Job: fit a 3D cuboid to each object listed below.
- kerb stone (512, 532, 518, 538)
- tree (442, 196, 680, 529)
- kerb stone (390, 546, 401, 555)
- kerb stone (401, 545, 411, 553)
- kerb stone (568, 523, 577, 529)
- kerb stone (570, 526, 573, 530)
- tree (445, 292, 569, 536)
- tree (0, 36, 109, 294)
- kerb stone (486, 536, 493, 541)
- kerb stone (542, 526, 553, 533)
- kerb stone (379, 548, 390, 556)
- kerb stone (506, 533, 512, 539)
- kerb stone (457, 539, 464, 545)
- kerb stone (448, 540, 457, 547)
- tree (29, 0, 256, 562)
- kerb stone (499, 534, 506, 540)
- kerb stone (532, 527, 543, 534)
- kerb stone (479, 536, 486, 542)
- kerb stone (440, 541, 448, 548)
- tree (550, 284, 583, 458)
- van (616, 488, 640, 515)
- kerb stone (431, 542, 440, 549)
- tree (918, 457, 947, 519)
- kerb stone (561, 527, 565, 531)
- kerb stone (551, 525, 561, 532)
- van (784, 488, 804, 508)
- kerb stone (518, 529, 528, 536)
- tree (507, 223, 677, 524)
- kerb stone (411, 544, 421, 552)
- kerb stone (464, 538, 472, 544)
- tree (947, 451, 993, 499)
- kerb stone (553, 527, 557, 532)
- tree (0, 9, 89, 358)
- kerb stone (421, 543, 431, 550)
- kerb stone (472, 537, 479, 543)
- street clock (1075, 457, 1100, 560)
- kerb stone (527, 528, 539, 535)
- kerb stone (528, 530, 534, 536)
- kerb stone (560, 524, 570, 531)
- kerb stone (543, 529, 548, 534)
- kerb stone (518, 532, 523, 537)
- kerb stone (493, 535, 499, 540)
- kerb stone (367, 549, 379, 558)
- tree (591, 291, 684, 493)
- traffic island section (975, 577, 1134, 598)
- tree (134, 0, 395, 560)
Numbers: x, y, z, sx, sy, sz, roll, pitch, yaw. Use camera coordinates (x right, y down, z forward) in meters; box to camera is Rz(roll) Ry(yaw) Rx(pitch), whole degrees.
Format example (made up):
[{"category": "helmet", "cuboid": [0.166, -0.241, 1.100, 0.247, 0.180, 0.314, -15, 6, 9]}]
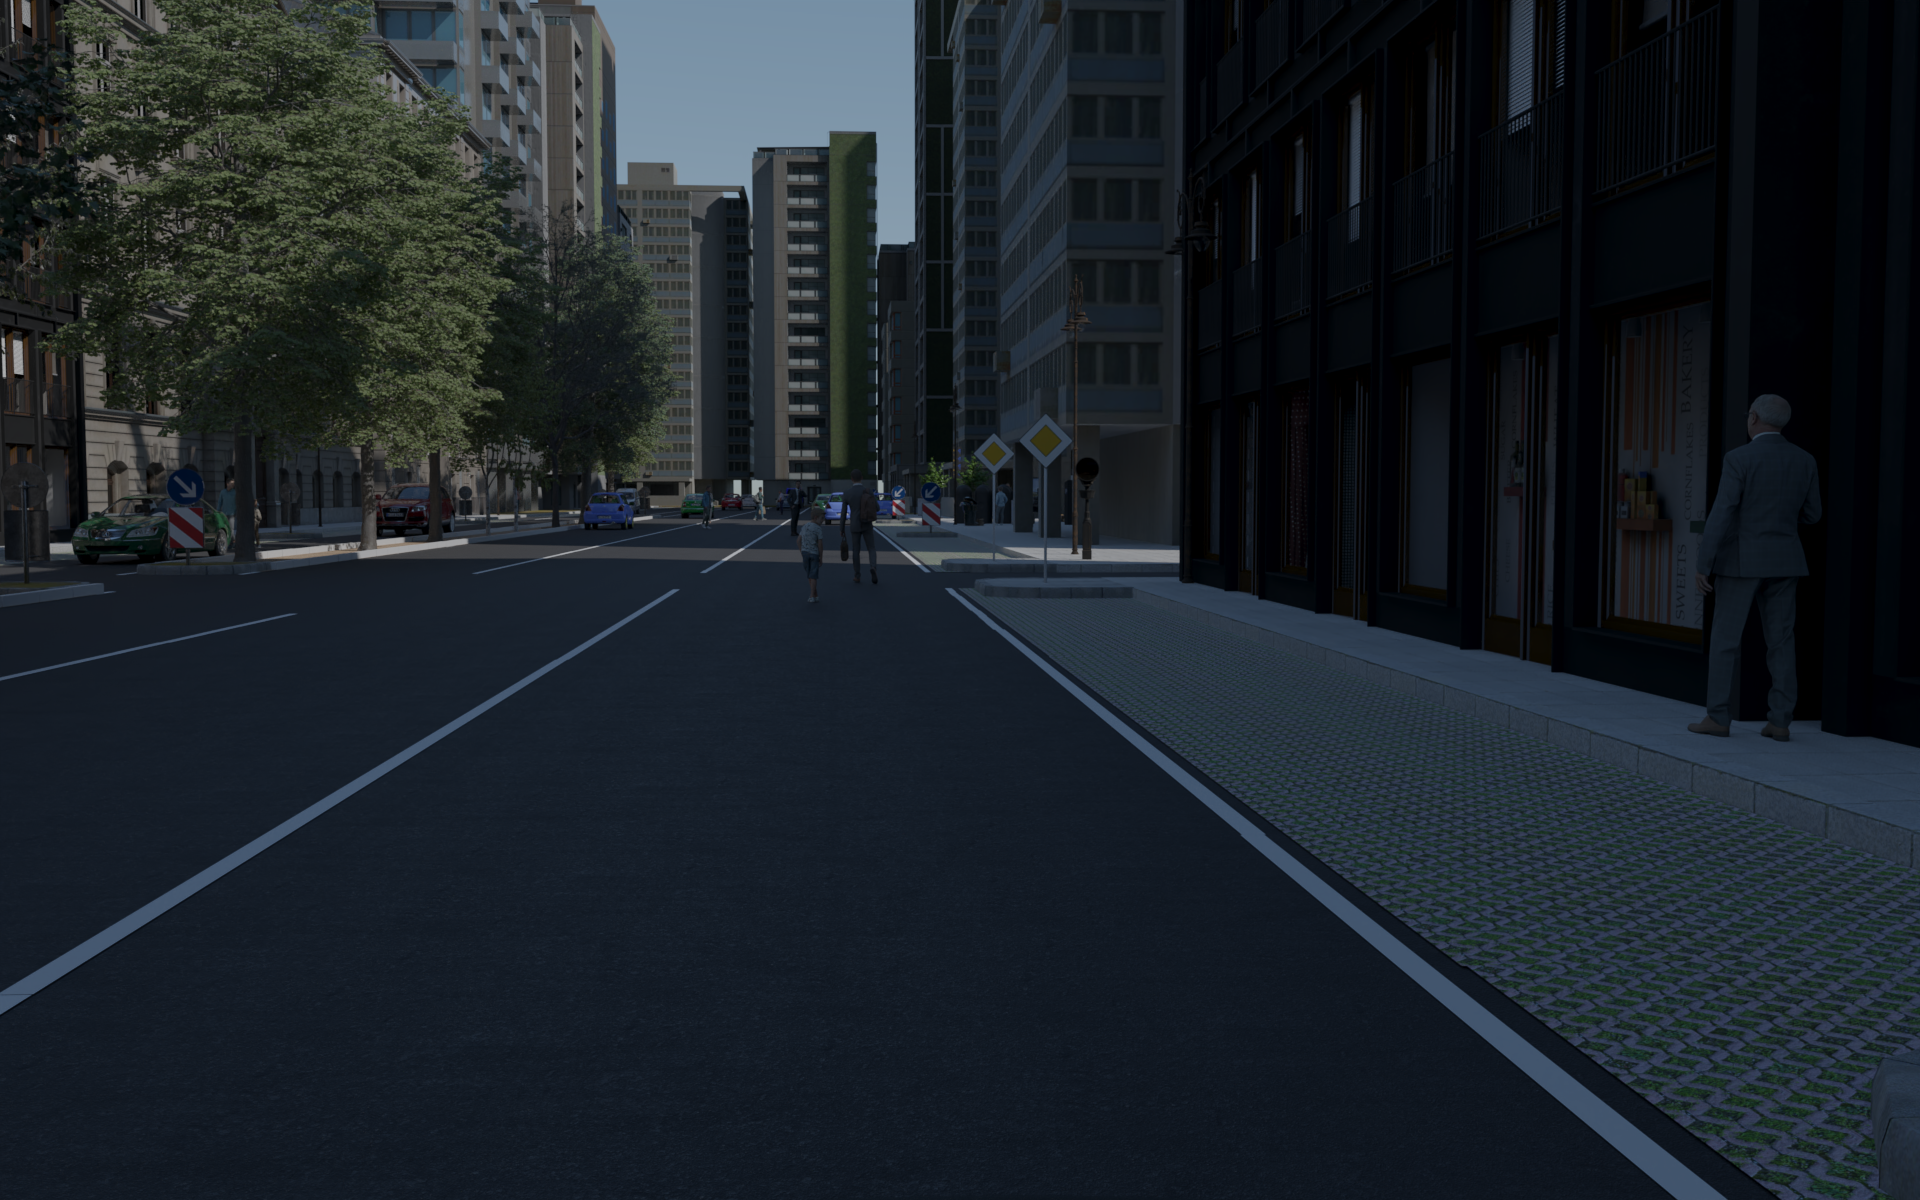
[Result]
[{"category": "kerb stone", "cuboid": [-14.690, -2.102, 56.579, 0.120, 0.150, 1.000, 0, 4, -4]}, {"category": "tree", "cuboid": [-16.666, -9.678, 71.065, 12.009, 13.543, 11.850, 0, 3, 0]}, {"category": "kerb stone", "cuboid": [-13.565, -1.166, 41.267, 0.120, 0.150, 1.000, 0, 4, -4]}, {"category": "kerb stone", "cuboid": [-13.640, -1.228, 42.287, 0.120, 0.150, 1.000, 0, 4, -4]}, {"category": "kerb stone", "cuboid": [-15.680, -2.912, 69.861, 0.120, 0.150, 1.000, 0, 4, -4]}, {"category": "kerb stone", "cuboid": [-15.613, -2.849, 68.841, 0.120, 0.150, 1.000, 0, 4, -4]}, {"category": "tree", "cuboid": [-16.089, -6.710, 62.524, 4.737, 8.622, 4.395, 0, 3, 0]}, {"category": "tree", "cuboid": [-12.557, -5.751, 13.499, 9.611, 12.733, 9.660, 0, 3, 0]}, {"category": "kerb stone", "cuboid": [-14.395, -1.851, 52.492, 0.120, 0.150, 1.000, 0, 4, -4]}, {"category": "kerb stone", "cuboid": [-15.223, -2.541, 63.736, 0.120, 0.150, 1.000, 0, 4, -4]}, {"category": "kerb stone", "cuboid": [-13.487, -1.104, 40.240, 0.120, 0.150, 1.000, 0, 4, -4]}, {"category": "kerb stone", "cuboid": [-14.621, -2.036, 55.553, 0.120, 0.150, 1.000, 0, 4, -4]}, {"category": "kerb stone", "cuboid": [-14.097, -1.604, 48.414, 0.120, 0.150, 1.000, 0, 4, -4]}, {"category": "kerb stone", "cuboid": [-14.007, -1.537, 47.390, 0.120, 0.150, 1.000, 0, 4, -4]}, {"category": "tree", "cuboid": [-14.158, -6.937, 34.008, 7.486, 12.596, 7.792, 0, 3, 0]}, {"category": "kerb stone", "cuboid": [-14.542, -1.978, 54.531, 0.120, 0.150, 1.000, 0, 4, -4]}, {"category": "kerb stone", "cuboid": [-15.081, -2.412, 61.697, 0.120, 0.150, 1.000, 0, 4, -4]}, {"category": "kerb stone", "cuboid": [-14.318, -1.789, 51.473, 0.120, 0.150, 1.000, 0, 4, -4]}, {"category": "kerb stone", "cuboid": [-13.936, -1.479, 46.370, 0.120, 0.150, 1.000, 0, 4, -4]}, {"category": "tree", "cuboid": [-15.680, -8.000, 51.377, 7.486, 12.596, 7.792, 0, 3, 0]}, {"category": "van", "cuboid": [-23.608, -7.055, 122.361, 2.013, 2.044, 4.112, 0, 4, -5]}, {"category": "kerb stone", "cuboid": [-13.863, -1.415, 45.349, 0.120, 0.150, 1.000, 0, 4, -4]}, {"category": "tree", "cuboid": [-1.512, -5.887, 90.852, 1.663, 3.219, 1.824, 0, 3, 0]}, {"category": "kerb stone", "cuboid": [-15.452, -2.728, 66.798, 0.120, 0.150, 1.000, 0, 4, -4]}, {"category": "kerb stone", "cuboid": [-15.379, -2.661, 65.779, 0.120, 0.150, 1.000, 0, 4, -4]}, {"category": "van", "cuboid": [-16.987, -10.606, 177.785, 2.240, 2.365, 5.245, 0, 4, -6]}, {"category": "kerb stone", "cuboid": [-14.848, -2.228, 58.631, 0.120, 0.150, 1.000, 0, 4, -4]}, {"category": "tree", "cuboid": [-17.814, -10.575, 82.008, 9.857, 13.997, 8.962, 0, 3, 0]}, {"category": "kerb stone", "cuboid": [-13.715, -1.291, 43.308, 0.120, 0.150, 1.000, 0, 4, -4]}, {"category": "kerb stone", "cuboid": [-14.173, -1.663, 49.434, 0.120, 0.150, 1.000, 0, 4, -4]}, {"category": "tree", "cuboid": [0.558, -5.035, 76.928, 1.663, 3.219, 1.824, 0, 3, 0]}, {"category": "kerb stone", "cuboid": [-15.302, -2.603, 64.759, 0.120, 0.150, 1.000, 0, 4, -4]}, {"category": "tree", "cuboid": [-13.267, -4.211, 21.671, 4.360, 8.622, 3.978, 0, 3, 0]}, {"category": "kerb stone", "cuboid": [-13.791, -1.348, 44.328, 0.120, 0.150, 1.000, 0, 4, -4]}, {"category": "kerb stone", "cuboid": [-14.237, -1.728, 50.454, 0.120, 0.150, 1.000, 0, 4, -4]}, {"category": "street clock", "cuboid": [2.486, -1.793, 33.881, 0.471, 2.002, 0.358, 0, 4, 2]}, {"category": "kerb stone", "cuboid": [-15.001, -2.353, 60.677, 0.120, 0.150, 1.000, 0, 4, -4]}, {"category": "kerb stone", "cuboid": [-14.921, -2.287, 59.652, 0.120, 0.150, 1.000, 0, 4, -4]}, {"category": "kerb stone", "cuboid": [-15.526, -2.791, 67.822, 0.120, 0.150, 1.000, 0, 4, -4]}, {"category": "kerb stone", "cuboid": [-15.147, -2.478, 62.717, 0.120, 0.150, 1.000, 0, 4, -4]}, {"category": "kerb stone", "cuboid": [-14.777, -2.166, 57.603, 0.120, 0.150, 1.000, 0, 4, -4]}, {"category": "kerb stone", "cuboid": [-14.465, -1.908, 53.513, 0.120, 0.150, 1.000, 0, 4, -4]}, {"category": "kerb stone", "cuboid": [-13.415, -1.041, 39.217, 0.120, 0.150, 1.000, 0, 4, -4]}, {"category": "tree", "cuboid": [-18.408, -10.410, 90.786, 7.486, 12.596, 7.792, 0, 3, 0]}, {"category": "traffic island section", "cuboid": [1.279, -0.171, 25.072, 2.009, 0.180, 2.903, 0, 4, -4]}, {"category": "tree", "cuboid": [-14.944, -7.512, 43.404, 7.486, 12.596, 7.792, 0, 3, 0]}]
